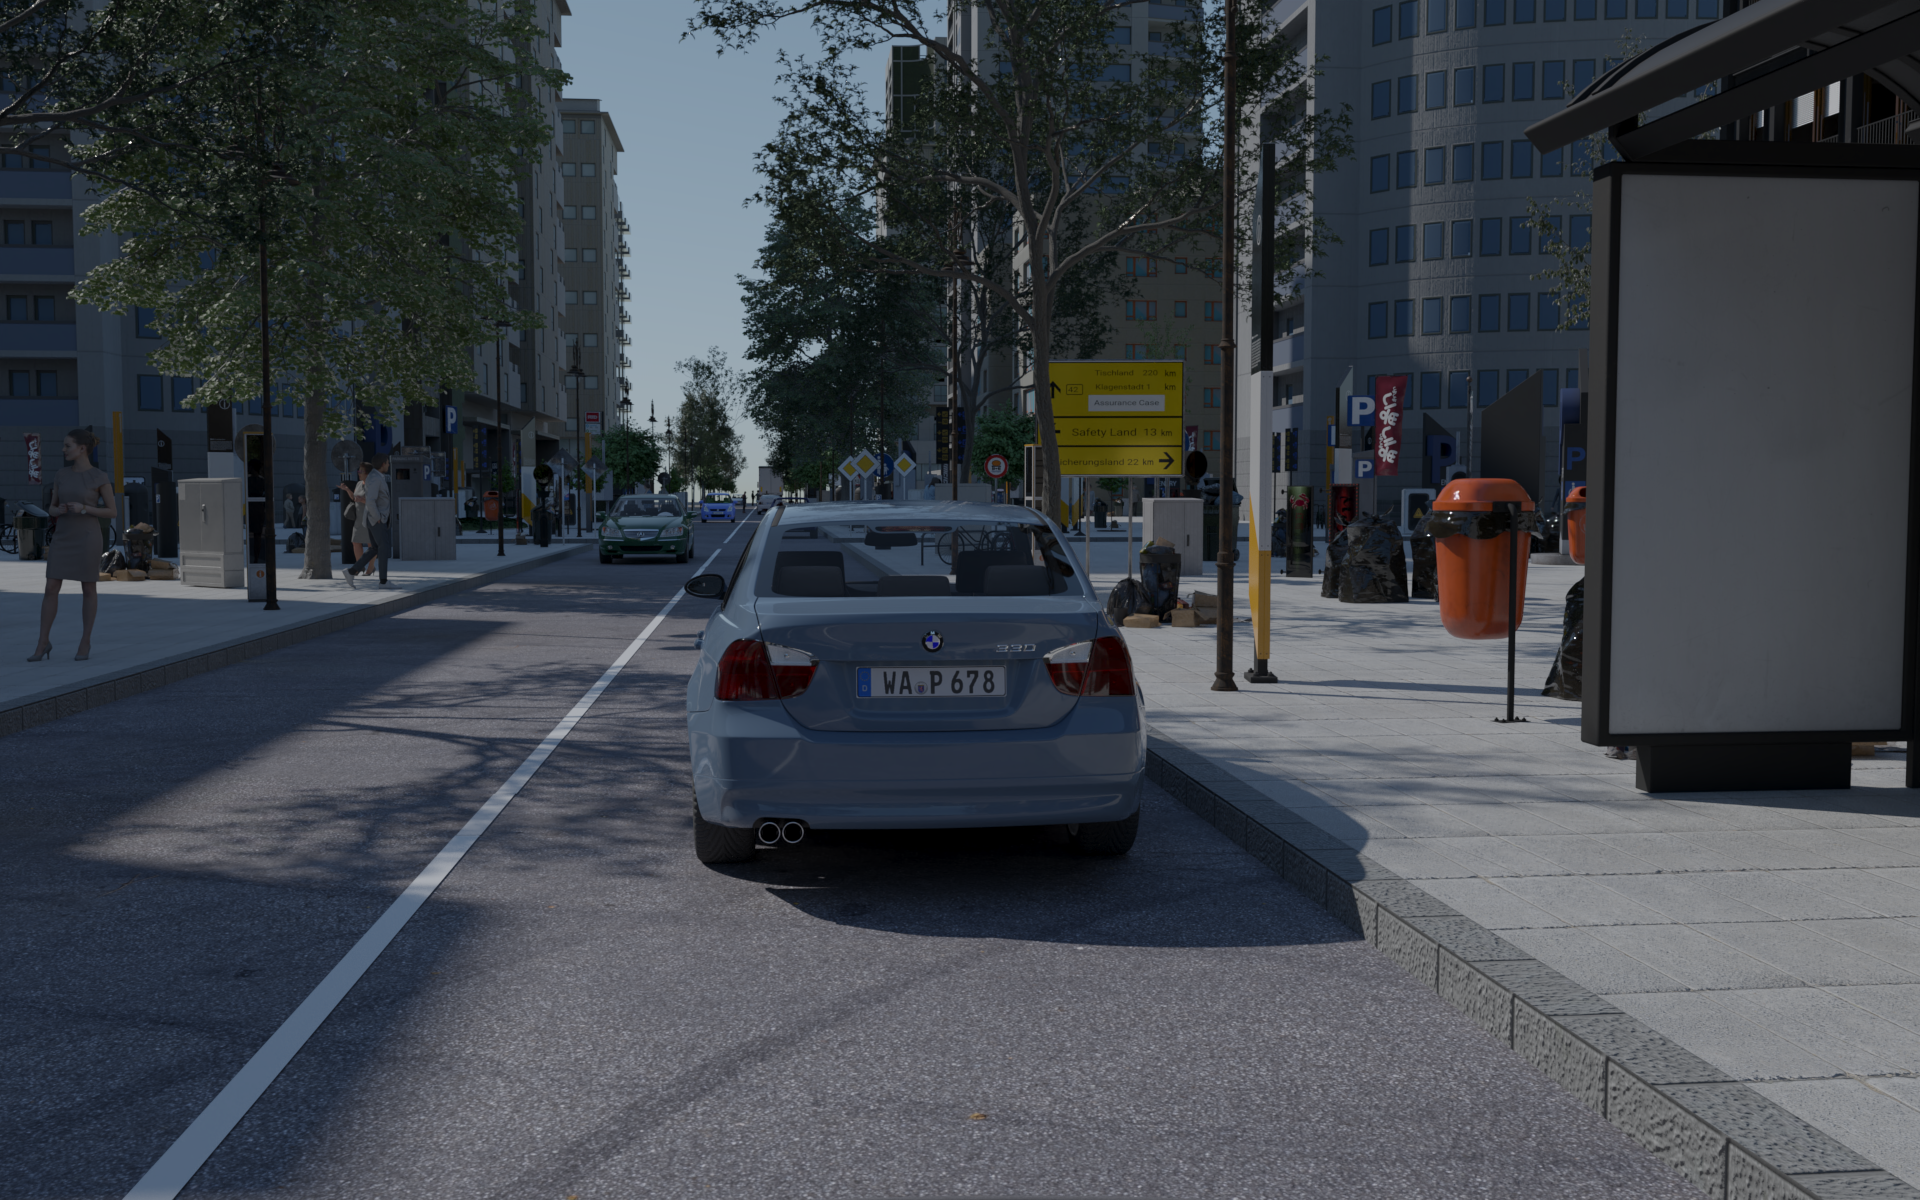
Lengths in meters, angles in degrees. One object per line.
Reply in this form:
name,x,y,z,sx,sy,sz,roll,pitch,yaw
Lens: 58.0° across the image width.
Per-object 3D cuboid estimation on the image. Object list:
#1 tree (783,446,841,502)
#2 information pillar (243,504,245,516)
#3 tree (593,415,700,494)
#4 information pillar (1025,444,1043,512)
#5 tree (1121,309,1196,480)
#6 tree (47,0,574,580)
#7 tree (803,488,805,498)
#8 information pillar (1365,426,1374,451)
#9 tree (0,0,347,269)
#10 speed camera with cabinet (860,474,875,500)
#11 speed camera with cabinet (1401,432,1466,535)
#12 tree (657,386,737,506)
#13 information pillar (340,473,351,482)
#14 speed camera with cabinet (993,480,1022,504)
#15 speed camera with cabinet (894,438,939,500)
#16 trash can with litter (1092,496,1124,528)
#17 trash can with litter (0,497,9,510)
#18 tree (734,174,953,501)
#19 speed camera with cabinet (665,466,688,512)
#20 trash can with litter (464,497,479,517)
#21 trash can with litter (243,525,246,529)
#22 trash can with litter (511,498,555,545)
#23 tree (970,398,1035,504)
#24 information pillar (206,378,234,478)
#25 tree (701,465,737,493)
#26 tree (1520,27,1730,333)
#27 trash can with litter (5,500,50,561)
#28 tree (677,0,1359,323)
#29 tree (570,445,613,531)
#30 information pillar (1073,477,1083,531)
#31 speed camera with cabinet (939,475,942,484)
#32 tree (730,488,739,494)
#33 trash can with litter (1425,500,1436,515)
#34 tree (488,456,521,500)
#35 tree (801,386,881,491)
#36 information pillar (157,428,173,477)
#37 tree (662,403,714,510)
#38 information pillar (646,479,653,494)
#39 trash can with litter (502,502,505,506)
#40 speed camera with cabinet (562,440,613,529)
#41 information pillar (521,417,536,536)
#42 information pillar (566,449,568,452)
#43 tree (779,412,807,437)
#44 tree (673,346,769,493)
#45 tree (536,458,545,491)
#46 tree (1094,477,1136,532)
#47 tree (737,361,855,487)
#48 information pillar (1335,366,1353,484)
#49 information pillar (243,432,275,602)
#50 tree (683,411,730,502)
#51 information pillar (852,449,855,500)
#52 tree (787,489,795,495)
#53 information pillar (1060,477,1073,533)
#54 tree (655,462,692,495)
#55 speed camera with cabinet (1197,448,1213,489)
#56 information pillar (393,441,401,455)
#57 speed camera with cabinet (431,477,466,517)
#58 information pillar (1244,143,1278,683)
tree,-8.082,-7.133,100.330,4.285,4.588,4.351,0,3,0
information pillar,-25.412,-4.253,60.886,0.183,3.616,0.504,2,4,33
tree,-13.851,-5.420,72.324,4.285,4.588,4.351,0,3,0
information pillar,1.157,-1.297,25.701,0.304,2.012,0.304,-1,4,-23
tree,7.605,-7.276,69.321,4.737,8.622,4.395,0,3,0
tree,-9.774,-6.616,26.295,7.486,12.596,7.792,0,3,0
tree,-17.800,-15.036,196.192,4.737,8.622,4.395,0,3,0
information pillar,13.766,-4.093,58.276,0.183,3.616,0.504,-1,4,-18
tree,-8.216,-4.800,12.894,7.601,10.594,8.767,-1,4,-13
speed camera with cabinet,-4.205,-5.186,79.131,0.660,3.252,2.038,0,4,2
speed camera with cabinet,15.066,-3.699,54.815,2.038,3.252,0.660,0,4,6
tree,-27.389,-16.361,184.506,9.611,12.733,9.660,0,3,0
information pillar,-21.724,-3.475,61.301,0.304,2.012,0.304,-3,4,-37
speed camera with cabinet,2.610,-6.615,102.492,2.038,3.252,0.660,1,4,23
speed camera with cabinet,-1.617,-4.078,61.015,0.660,3.252,2.038,-2,4,-31
trash can with litter,5.514,-3.288,65.151,1.055,1.170,0.624,0,4,-7
trash can with litter,-35.677,-3.226,64.133,0.624,1.170,1.055,-1,4,-14
tree,-4.495,-9.942,69.213,9.857,13.997,8.962,0,3,0
speed camera with cabinet,-20.236,-7.865,122.922,2.038,3.252,0.660,2,4,34
trash can with litter,-20.066,-3.610,70.412,1.055,1.170,0.624,2,4,26
trash can with litter,-26.792,-3.178,63.023,2.233,1.210,1.678,-2,4,-28
trash can with litter,-10.796,-1.979,43.752,1.055,1.170,0.624,-1,4,-21
tree,1.646,-4.603,58.967,4.285,4.588,4.351,0,3,0
information pillar,-14.663,-2.632,34.395,0.504,3.616,0.183,-3,5,-42
tree,-24.770,-11.463,171.140,4.285,4.588,4.351,0,3,0
tree,11.057,-4.712,27.411,4.360,8.622,3.978,0,3,0
trash can with litter,-17.749,-1.355,33.549,1.055,1.170,0.624,1,4,10
tree,0.762,-5.163,18.830,7.601,10.594,8.767,1,4,15
tree,-13.061,-4.086,61.403,1.663,3.219,1.824,0,3,0
information pillar,4.102,-4.239,60.657,0.504,3.616,0.183,-3,5,-44
speed camera with cabinet,-1.589,-5.170,78.860,0.660,3.252,2.038,2,4,32
tree,-37.013,-17.582,282.060,1.663,3.219,1.824,0,3,0
trash can with litter,9.837,-1.435,34.841,0.624,1.170,1.055,-2,4,-30
tree,-23.350,-5.753,88.662,1.663,3.219,1.824,0,3,0
tree,-5.095,-8.107,82.907,4.360,8.622,3.978,0,3,0
information pillar,-28.059,-4.268,61.134,0.504,3.616,0.183,0,4,-7
tree,-21.620,-11.569,139.510,4.360,8.622,3.978,0,3,0
information pillar,-15.504,-5.024,86.627,0.304,2.012,0.304,3,5,44
trash can with litter,-19.723,-3.785,73.269,0.624,1.170,1.055,0,4,4
speed camera with cabinet,-13.786,-4.246,63.752,2.038,3.252,0.660,2,4,24
information pillar,-13.032,-3.732,52.378,0.183,3.616,0.504,3,4,39
information pillar,-20.509,-6.028,89.916,0.504,3.616,0.183,3,5,39
tree,-13.742,-14.349,160.363,9.928,11.665,9.643,0,3,0
tree,-30.189,-22.190,218.691,12.611,20.169,13.585,0,3,0
tree,-22.465,-6.061,93.700,1.663,3.219,1.824,0,3,0
tree,5.320,-3.950,59.179,1.663,3.219,1.824,0,3,0
tree,-12.397,-13.948,145.058,9.611,12.733,9.660,0,3,0
information pillar,7.008,-2.464,31.637,0.183,3.616,0.504,3,5,41
information pillar,-8.326,-0.985,20.600,0.304,2.012,0.304,-1,4,-17
tree,-22.560,-12.399,153.089,4.737,8.622,4.395,0,3,0
information pillar,-4.719,-5.217,76.645,0.183,3.616,0.504,0,4,0
tree,-24.656,-16.047,256.968,1.663,3.219,1.824,0,3,0
information pillar,3.327,-3.981,56.452,0.504,3.616,0.183,1,4,9
tree,-17.946,-7.001,109.071,1.663,3.219,1.824,0,3,0
speed camera with cabinet,10.356,-4.876,74.054,0.660,3.252,2.038,1,4,19
information pillar,-25.015,-5.230,76.867,0.504,3.616,0.183,1,4,11
speed camera with cabinet,-24.882,-5.452,83.469,0.660,3.252,2.038,3,5,41
information pillar,2.067,-1.255,11.868,0.183,3.616,0.504,0,4,2
